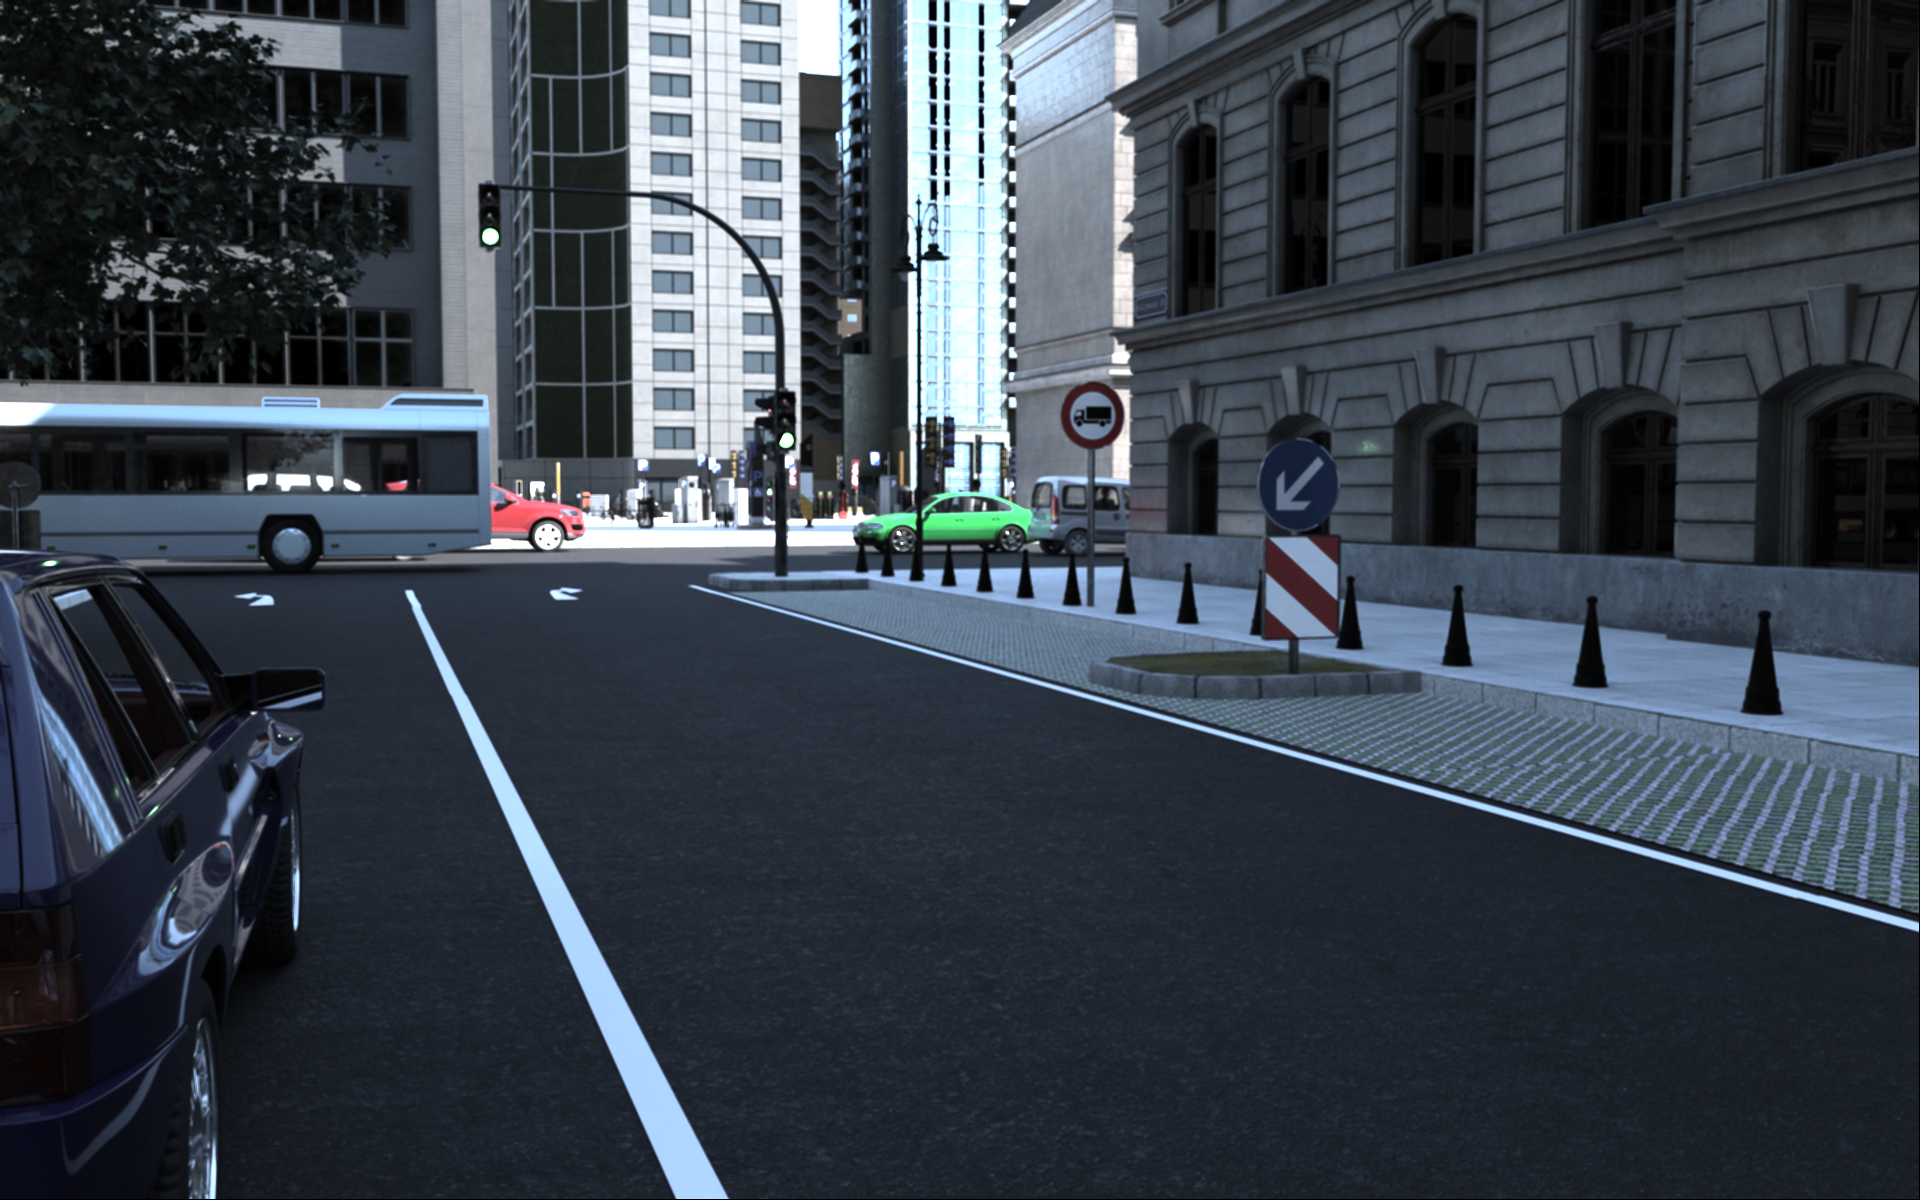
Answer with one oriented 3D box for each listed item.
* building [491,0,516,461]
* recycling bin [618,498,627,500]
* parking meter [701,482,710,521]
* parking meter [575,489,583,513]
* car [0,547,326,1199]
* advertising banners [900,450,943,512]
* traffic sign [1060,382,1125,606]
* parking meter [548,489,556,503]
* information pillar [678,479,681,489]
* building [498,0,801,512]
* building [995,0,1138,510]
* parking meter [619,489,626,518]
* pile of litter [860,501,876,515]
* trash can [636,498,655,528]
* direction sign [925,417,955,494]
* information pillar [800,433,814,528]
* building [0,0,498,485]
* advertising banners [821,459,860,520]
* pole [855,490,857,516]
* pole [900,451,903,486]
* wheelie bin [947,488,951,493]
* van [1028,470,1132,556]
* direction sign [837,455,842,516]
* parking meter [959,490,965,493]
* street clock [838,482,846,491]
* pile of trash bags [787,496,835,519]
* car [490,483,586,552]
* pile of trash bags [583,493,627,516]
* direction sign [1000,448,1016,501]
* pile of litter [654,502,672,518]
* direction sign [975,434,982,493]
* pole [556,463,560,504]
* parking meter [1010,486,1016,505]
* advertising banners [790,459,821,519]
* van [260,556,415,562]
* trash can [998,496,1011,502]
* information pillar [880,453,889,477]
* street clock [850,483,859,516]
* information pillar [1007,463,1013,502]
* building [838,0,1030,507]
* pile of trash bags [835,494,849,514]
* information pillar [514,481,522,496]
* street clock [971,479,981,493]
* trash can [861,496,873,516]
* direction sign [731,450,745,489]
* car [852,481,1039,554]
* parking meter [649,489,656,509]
[{"bbox_3d":[-31.869,-37.373,153.039,21.231,58.520,28.212,-1,4,-19],"label":"building"},{"bbox_3d":[-21.788,-6.095,112.208,0.722,1.027,0.722,-2,4,-27],"label":"recycling bin"},{"bbox_3d":[-12.035,-4.665,81.980,0.399,1.863,0.255,2,4,27],"label":"parking meter"},{"bbox_3d":[-19.590,-4.934,89.078,0.372,1.533,0.369,0,3,0],"label":"parking meter"},{"bbox_3d":[-2.505,0.527,3.963,1.945,1.354,3.894,-1,4,-18],"label":"car"},{"bbox_3d":[-1.485,-4.442,68.814,2.074,3.025,0.090,-2,4,-35],"label":"advertising banners"},{"bbox_3d":[1.496,-1.201,19.748,0.768,2.556,0.104,-1,4,-14],"label":"traffic sign"},{"bbox_3d":[-21.057,-4.957,89.452,0.372,1.533,0.369,0,3,0],"label":"parking meter"},{"bbox_3d":[-13.713,-4.947,85.380,0.304,2.012,0.304,-1,4,-18],"label":"information pillar"},{"bbox_3d":[-24.390,-42.236,128.802,20.563,71.187,20.611,-1,4,-19],"label":"building"},{"bbox_3d":[4.665,-12.750,59.375,40.483,20.767,10.553,-1,4,-19],"label":"building"},{"bbox_3d":[-18.364,-5.255,94.331,0.372,1.533,0.369,0,3,0],"label":"parking meter"},{"bbox_3d":[-5.916,-6.447,119.378,1.176,0.858,1.719,3,4,38],"label":"pile of litter"},{"bbox_3d":[-11.765,-3.252,64.825,0.748,1.137,0.748,0,3,0],"label":"trash can"},{"bbox_3d":[-0.586,-3.590,50.699,0.876,3.537,0.379,0,4,8],"label":"direction sign"},{"bbox_3d":[-5.851,-4.576,66.170,0.504,3.616,0.183,-1,4,-11],"label":"information pillar"},{"bbox_3d":[-28.844,-14.018,48.260,30.058,24.678,14.314,-1,4,-19],"label":"building"},{"bbox_3d":[-5.895,-5.542,86.807,2.074,3.025,0.090,-2,4,-34],"label":"advertising banners"},{"bbox_3d":[-6.224,-6.708,103.521,0.158,3.312,0.155,0,3,0],"label":"pole"},{"bbox_3d":[-2.798,-5.432,82.652,0.158,3.312,0.155,0,3,0],"label":"pole"},{"bbox_3d":[-0.757,-4.620,83.448,0.693,1.594,0.980,3,5,43],"label":"wheelie bin"},{"bbox_3d":[3.709,-2.084,41.081,4.112,2.044,2.013,-1,4,-21],"label":"van"},{"bbox_3d":[-6.980,-6.629,100.383,0.379,3.537,0.876,1,4,16],"label":"direction sign"},{"bbox_3d":[0.119,-5.623,100.340,0.372,1.533,0.369,0,3,0],"label":"parking meter"},{"bbox_3d":[-7.207,-6.171,105.458,0.471,2.002,0.358,-1,4,-8],"label":"street clock"},{"bbox_3d":[-8.567,-4.890,89.704,3.447,1.369,1.912,1,4,22],"label":"pile of trash bags"},{"bbox_3d":[-12.003,-2.101,43.024,5.304,1.827,2.281,-1,4,-18],"label":"car"},{"bbox_3d":[-21.238,-5.733,103.493,1.912,1.369,3.447,3,5,39],"label":"pile of trash bags"},{"bbox_3d":[2.391,-5.679,84.849,0.876,3.537,0.379,0,4,-4],"label":"direction sign"},{"bbox_3d":[-16.278,-4.899,94.066,1.176,0.858,1.719,-2,4,-30],"label":"pile of litter"},{"bbox_3d":[0.705,-4.517,65.858,0.379,3.537,0.876,1,4,16],"label":"direction sign"},{"bbox_3d":[-25.960,-7.217,111.848,0.158,3.312,0.155,0,3,0],"label":"pole"},{"bbox_3d":[3.675,-6.921,118.877,0.399,1.863,0.255,0,4,-5],"label":"parking meter"},{"bbox_3d":[-7.738,-5.599,87.736,2.074,3.025,0.090,-1,4,-21],"label":"advertising banners"},{"bbox_3d":[-13.394,-1.857,37.370,4.112,2.044,2.013,-1,4,-19],"label":"van"},{"bbox_3d":[2.656,-5.613,103.420,0.748,1.137,0.748,0,3,0],"label":"trash can"},{"bbox_3d":[-4.250,-6.528,98.081,0.504,3.616,0.183,1,4,13],"label":"information pillar"},{"bbox_3d":[-6.093,-5.822,99.757,0.471,2.002,0.358,2,4,31],"label":"street clock"},{"bbox_3d":[3.500,-7.927,120.961,0.504,3.616,0.183,2,4,35],"label":"information pillar"},{"bbox_3d":[1.603,-53.215,182.733,31.000,86.520,22.319,-1,4,-19],"label":"building"},{"bbox_3d":[-8.422,-6.342,113.441,1.912,1.369,3.447,-3,5,-41],"label":"pile of trash bags"},{"bbox_3d":[-24.020,-5.484,94.152,0.304,2.012,0.304,-3,5,-43],"label":"information pillar"},{"bbox_3d":[0.765,-4.841,83.723,0.471,2.002,0.358,-2,4,-31],"label":"street clock"},{"bbox_3d":[-5.474,-5.548,102.370,0.748,1.137,0.748,0,3,0],"label":"trash can"},{"bbox_3d":[-11.577,-6.008,90.234,0.379,3.537,0.876,3,5,44],"label":"direction sign"},{"bbox_3d":[-0.296,-2.054,42.381,4.718,1.807,1.959,-1,4,-18],"label":"car"},{"bbox_3d":[-17.063,-5.357,96.002,0.372,1.533,0.369,0,3,0],"label":"parking meter"}]
